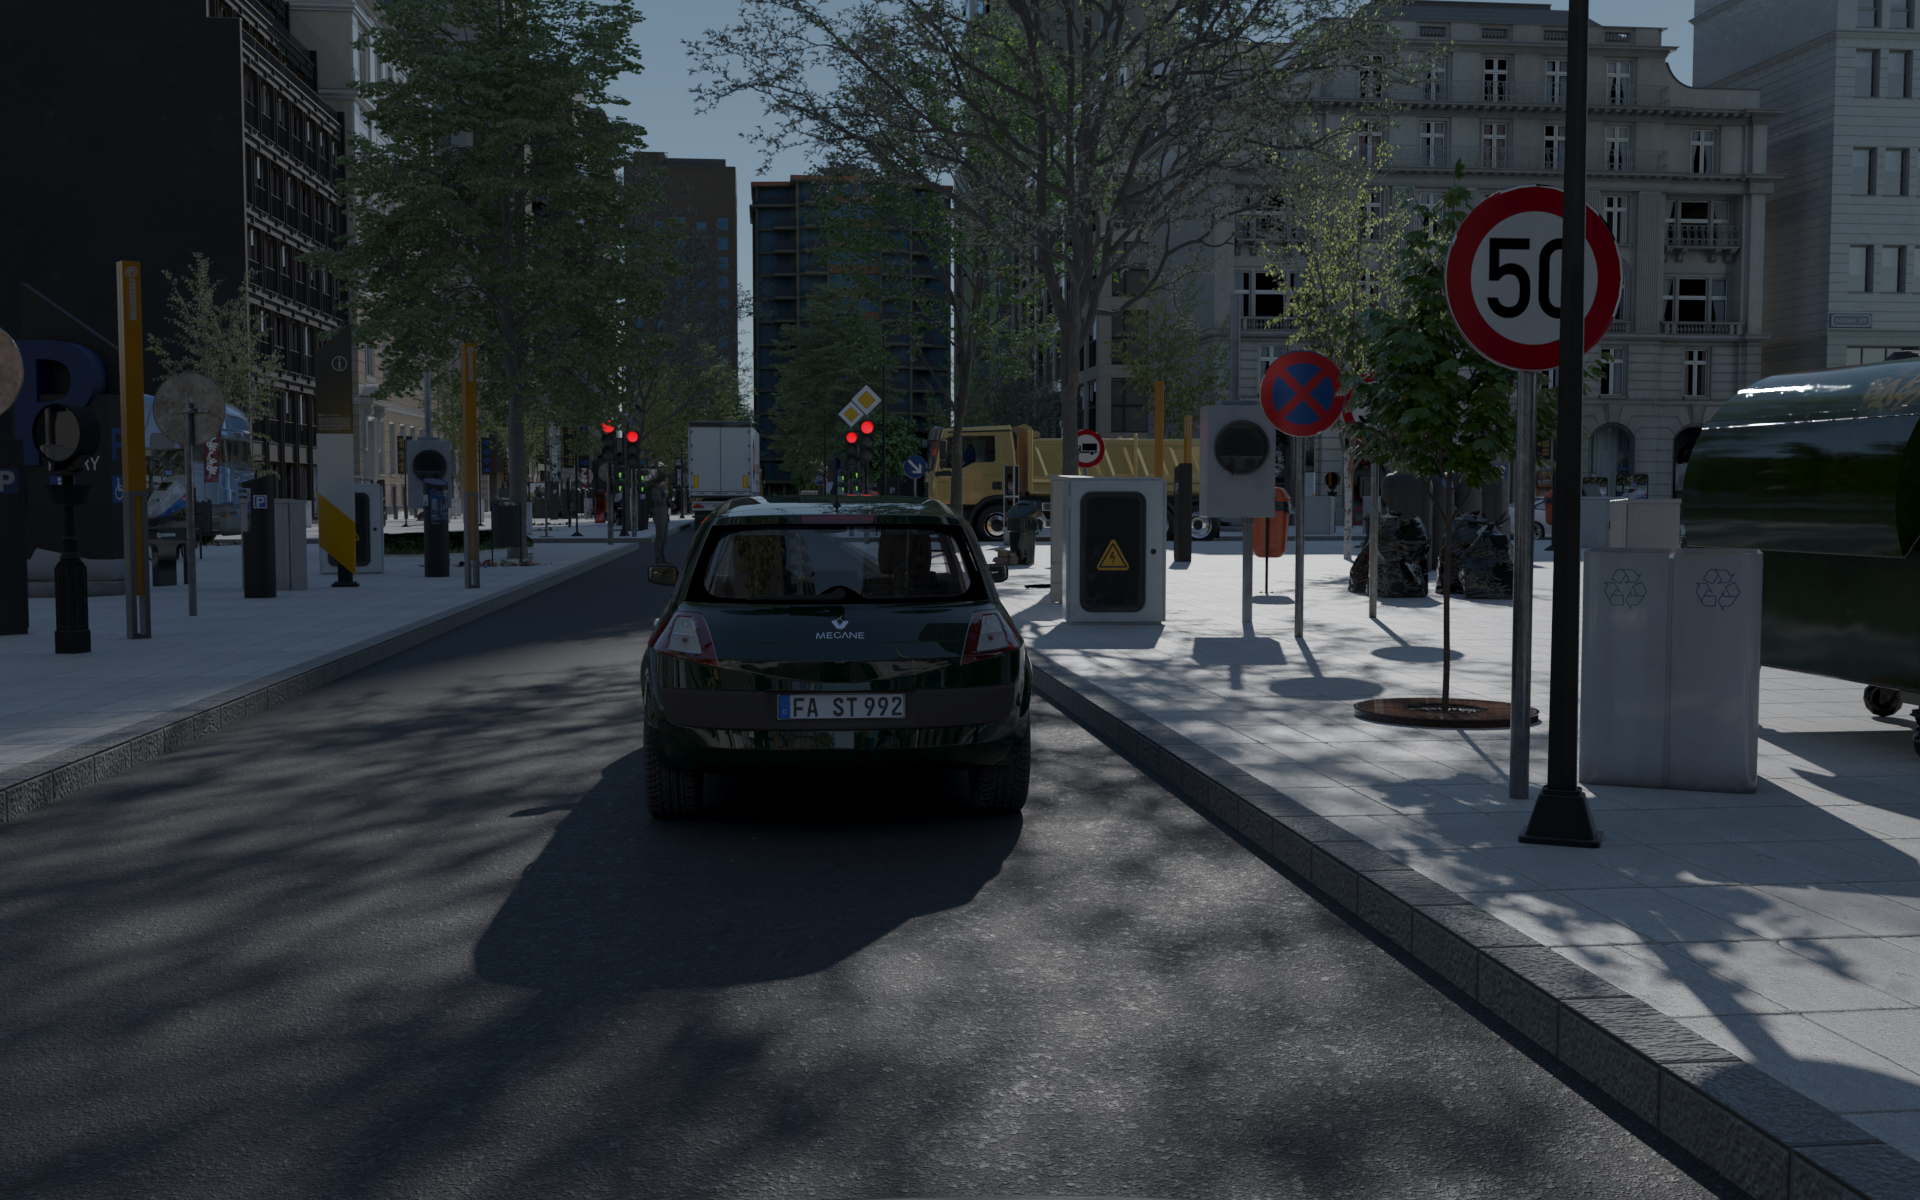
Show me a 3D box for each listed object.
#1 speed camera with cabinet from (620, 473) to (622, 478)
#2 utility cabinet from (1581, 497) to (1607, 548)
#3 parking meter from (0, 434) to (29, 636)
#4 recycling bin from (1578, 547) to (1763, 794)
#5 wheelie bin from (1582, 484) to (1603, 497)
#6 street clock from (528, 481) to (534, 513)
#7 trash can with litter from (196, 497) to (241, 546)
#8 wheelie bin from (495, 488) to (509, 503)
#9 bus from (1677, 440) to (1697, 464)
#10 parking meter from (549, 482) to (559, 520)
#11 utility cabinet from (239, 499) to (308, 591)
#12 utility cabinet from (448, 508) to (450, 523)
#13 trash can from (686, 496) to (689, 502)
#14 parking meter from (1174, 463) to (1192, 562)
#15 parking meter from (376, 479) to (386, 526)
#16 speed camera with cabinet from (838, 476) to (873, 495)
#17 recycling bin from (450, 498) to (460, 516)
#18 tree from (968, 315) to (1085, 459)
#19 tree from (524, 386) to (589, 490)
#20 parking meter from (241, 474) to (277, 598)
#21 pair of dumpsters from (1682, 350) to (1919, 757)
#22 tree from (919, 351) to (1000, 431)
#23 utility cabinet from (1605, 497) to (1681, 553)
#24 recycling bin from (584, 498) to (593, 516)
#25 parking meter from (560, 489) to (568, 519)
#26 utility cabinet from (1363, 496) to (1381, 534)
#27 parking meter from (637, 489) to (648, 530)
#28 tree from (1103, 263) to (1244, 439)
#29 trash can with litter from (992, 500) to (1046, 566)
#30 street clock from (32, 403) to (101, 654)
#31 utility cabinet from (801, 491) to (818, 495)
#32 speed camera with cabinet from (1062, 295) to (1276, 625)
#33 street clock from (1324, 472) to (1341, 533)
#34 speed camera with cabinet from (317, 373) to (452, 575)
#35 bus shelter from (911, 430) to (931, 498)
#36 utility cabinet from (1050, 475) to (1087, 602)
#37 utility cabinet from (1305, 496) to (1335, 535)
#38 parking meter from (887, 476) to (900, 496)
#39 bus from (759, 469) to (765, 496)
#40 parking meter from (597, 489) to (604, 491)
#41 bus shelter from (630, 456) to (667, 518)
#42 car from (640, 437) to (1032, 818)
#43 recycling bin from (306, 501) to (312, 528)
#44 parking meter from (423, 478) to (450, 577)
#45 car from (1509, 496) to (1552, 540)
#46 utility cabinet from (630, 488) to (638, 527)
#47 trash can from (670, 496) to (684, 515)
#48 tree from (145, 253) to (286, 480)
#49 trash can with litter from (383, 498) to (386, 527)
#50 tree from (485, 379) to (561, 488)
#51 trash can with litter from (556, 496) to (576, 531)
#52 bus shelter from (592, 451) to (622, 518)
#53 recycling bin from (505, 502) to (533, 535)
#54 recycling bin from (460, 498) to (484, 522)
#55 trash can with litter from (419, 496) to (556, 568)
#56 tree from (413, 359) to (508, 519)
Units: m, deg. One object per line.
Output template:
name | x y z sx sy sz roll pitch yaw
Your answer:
speed camera with cabinet | -14.253 -4.897 74.395 0.660 3.252 2.038 1 4 20
utility cabinet | 15.128 -1.812 40.794 1.020 1.237 0.306 2 4 28
parking meter | -8.724 -0.615 15.770 0.255 1.863 0.399 3 4 36
recycling bin | 3.206 0.289 7.822 0.722 1.027 0.722 1 4 23
wheelie bin | 19.960 -2.885 55.077 0.980 1.594 0.693 -1 4 -22
street clock | -24.267 -5.725 98.180 0.358 2.002 0.471 1 4 18
trash can with litter | -18.498 -1.957 43.058 2.233 1.210 1.678 0 4 -6
wheelie bin | -25.641 -5.473 97.393 0.980 1.594 0.693 -2 4 -27
bus | 28.148 -3.718 52.331 12.252 3.916 2.896 0 4 -8
parking meter | -20.214 -4.928 86.283 0.399 1.863 0.255 -3 4 -39
utility cabinet | -9.219 -0.741 23.281 1.020 1.237 0.306 2 4 31
utility cabinet | -22.908 -3.976 76.168 1.020 1.237 0.306 2 4 25
trash can | -18.067 -6.220 113.354 0.748 1.137 0.748 0 3 0
parking meter | 4.231 -1.662 32.882 0.255 1.863 0.399 -1 4 -11
parking meter | -23.188 -3.893 69.368 0.255 1.863 0.399 -2 4 -33
speed camera with cabinet | -3.998 -4.399 66.259 0.660 3.252 2.038 1 4 22
recycling bin | -29.509 -5.408 100.976 0.722 1.027 0.722 -2 4 -27
tree | 2.831 -7.369 70.848 4.360 8.622 3.978 0 3 0
tree | -24.889 -9.748 109.745 4.737 8.622 4.395 0 3 0
parking meter | -8.676 -0.796 21.432 0.372 1.533 0.369 0 3 0
pair of dumpsters | 5.150 -0.327 7.838 1.574 2.255 4.437 0 4 -7
tree | 0.180 -8.355 86.967 4.737 8.622 4.395 0 3 0
utility cabinet | 8.988 -0.709 22.749 1.020 1.237 0.306 -2 4 -28
recycling bin | -22.072 -5.585 103.868 0.722 1.027 0.722 -3 5 -39
parking meter | -20.135 -4.890 88.369 0.372 1.533 0.369 0 3 0
utility cabinet | 13.285 -2.720 55.627 0.306 1.237 1.020 3 4 38
parking meter | -11.461 -3.312 62.563 0.372 1.533 0.369 0 3 0
tree | 6.683 -6.380 54.681 4.737 8.622 4.395 0 3 0
trash can with litter | 1.053 -1.217 31.277 0.624 1.170 1.055 2 4 32
street clock | -7.164 -0.573 13.931 0.471 2.002 0.358 1 4 15
utility cabinet | -10.879 -7.115 125.014 1.173 1.500 0.318 0 4 5
speed camera with cabinet | 2.053 -1.394 17.120 2.038 3.252 0.660 0 4 0
street clock | 12.277 -3.215 57.132 0.471 2.002 0.358 3 4 38
speed camera with cabinet | -9.283 -2.056 27.949 2.038 3.252 0.660 -1 4 -19
bus shelter | -1.020 -4.581 66.187 1.731 3.624 6.357 0 4 -6
utility cabinet | 1.429 -0.736 20.709 0.318 1.500 1.173 1 4 23
utility cabinet | 11.326 -2.665 54.742 1.020 1.237 0.306 3 5 43
parking meter | -2.177 -3.119 56.705 0.399 1.863 0.255 1 4 9
bus | -18.607 -9.821 152.116 2.896 3.916 12.252 0 4 -6
parking meter | -19.434 -5.218 93.722 0.372 1.533 0.369 0 3 0
bus shelter | -17.259 -6.199 95.272 2.014 3.302 5.546 0 4 -7
car | -0.677 0.041 9.121 2.009 1.686 4.222 0 4 -5
recycling bin | -25.205 -3.268 65.984 0.722 1.027 0.722 3 5 41
parking meter | -8.106 -1.125 26.807 0.372 1.533 0.369 0 3 0
car | 17.910 -2.390 51.435 4.827 1.381 2.083 0 4 -6
utility cabinet | -12.640 -3.609 67.679 0.318 1.500 1.173 -2 4 -25
trash can | -17.876 -5.880 107.798 0.748 1.137 0.748 0 3 0
tree | -22.394 -6.254 52.623 4.360 8.622 3.978 0 3 0
trash can with litter | -22.322 -3.321 65.692 1.055 1.170 0.624 0 4 2
tree | -25.218 -9.205 100.869 4.360 8.622 3.978 0 3 0
trash can with litter | -14.760 -2.995 60.031 2.233 1.210 1.678 -3 5 -42
bus shelter | -19.616 -6.517 97.828 1.731 3.624 6.357 0 4 -6
recycling bin | -13.834 -2.552 54.274 0.722 1.027 0.722 -2 4 -27
recycling bin | -22.097 -4.044 78.675 0.722 1.027 0.722 1 4 12
trash can with litter | -8.485 -1.215 30.921 2.233 1.210 1.678 0 4 -8
tree | -25.228 -8.370 87.207 4.737 8.622 4.395 0 3 0
